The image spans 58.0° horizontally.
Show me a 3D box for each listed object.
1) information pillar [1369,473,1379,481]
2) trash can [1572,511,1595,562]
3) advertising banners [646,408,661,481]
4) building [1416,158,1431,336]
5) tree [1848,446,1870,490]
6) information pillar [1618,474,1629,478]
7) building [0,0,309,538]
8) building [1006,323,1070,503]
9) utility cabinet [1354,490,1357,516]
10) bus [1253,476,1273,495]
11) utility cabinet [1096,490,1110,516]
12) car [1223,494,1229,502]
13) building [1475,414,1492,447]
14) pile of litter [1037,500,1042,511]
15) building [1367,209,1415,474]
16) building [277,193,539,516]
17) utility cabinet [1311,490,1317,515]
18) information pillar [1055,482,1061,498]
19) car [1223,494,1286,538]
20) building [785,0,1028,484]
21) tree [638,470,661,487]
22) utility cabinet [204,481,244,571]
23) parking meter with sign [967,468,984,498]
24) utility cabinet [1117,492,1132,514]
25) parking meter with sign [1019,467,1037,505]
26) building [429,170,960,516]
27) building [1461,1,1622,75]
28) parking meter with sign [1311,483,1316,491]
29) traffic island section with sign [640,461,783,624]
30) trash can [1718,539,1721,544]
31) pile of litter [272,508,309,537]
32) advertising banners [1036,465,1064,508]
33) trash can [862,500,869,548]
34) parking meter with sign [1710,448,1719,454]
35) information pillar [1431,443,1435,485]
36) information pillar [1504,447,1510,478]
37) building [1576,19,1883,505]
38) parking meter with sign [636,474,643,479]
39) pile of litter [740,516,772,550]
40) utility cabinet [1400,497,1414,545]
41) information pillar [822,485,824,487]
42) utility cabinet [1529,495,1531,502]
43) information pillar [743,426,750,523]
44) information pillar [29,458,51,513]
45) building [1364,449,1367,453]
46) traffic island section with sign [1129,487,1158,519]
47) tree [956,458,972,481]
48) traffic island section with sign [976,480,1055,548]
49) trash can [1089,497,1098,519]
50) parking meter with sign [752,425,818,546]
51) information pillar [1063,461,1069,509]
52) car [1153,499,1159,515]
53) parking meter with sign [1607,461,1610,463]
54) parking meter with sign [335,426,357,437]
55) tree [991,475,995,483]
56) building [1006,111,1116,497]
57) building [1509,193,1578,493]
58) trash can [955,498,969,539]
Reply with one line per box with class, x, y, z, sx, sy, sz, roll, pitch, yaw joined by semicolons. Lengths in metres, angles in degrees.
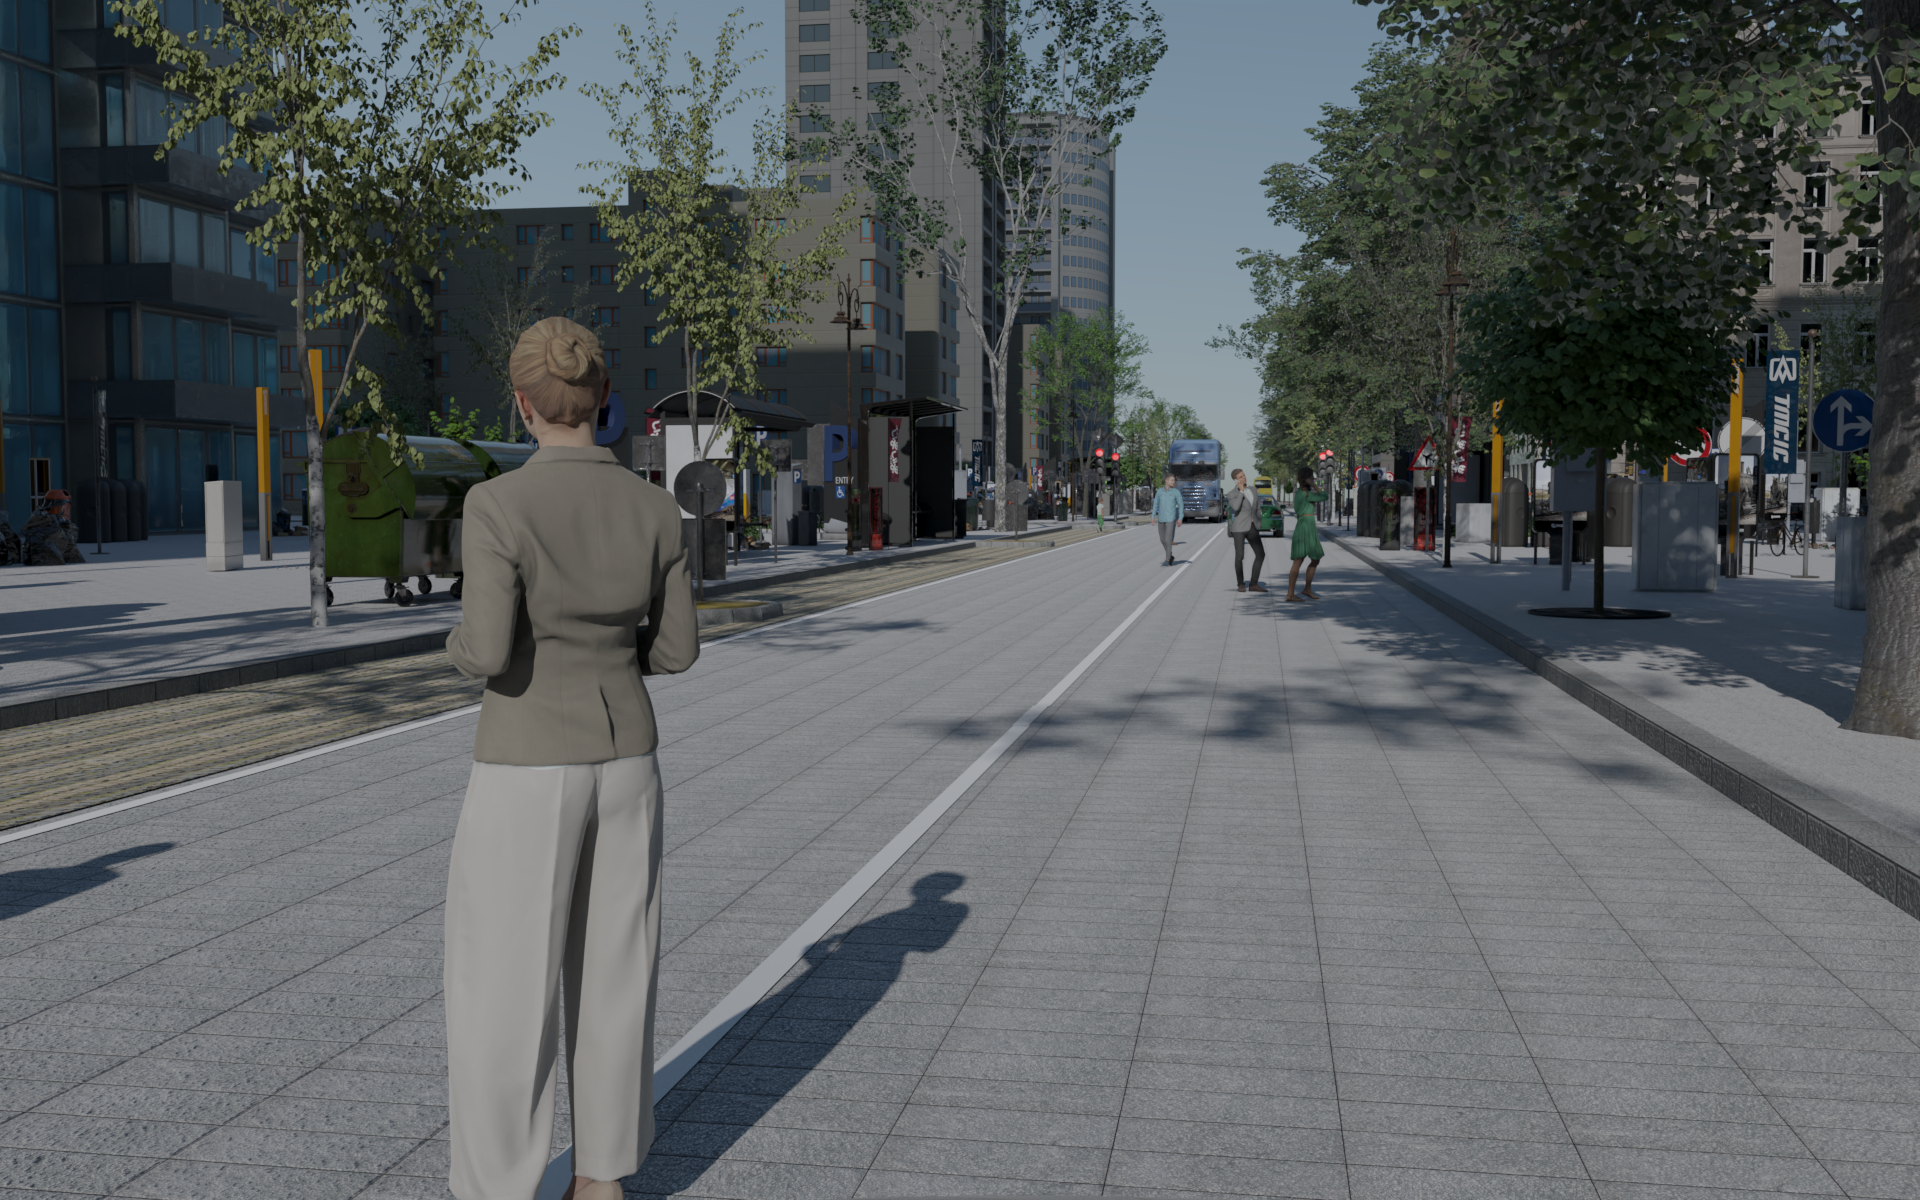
information pillar;14.216;-3.365;59.506;0.304;2.012;0.304;1;4;9
trash can;11.684;-1.286;32.686;0.748;1.137;0.748;0;3;0
advertising banners;-6.791;-2.364;34.840;2.074;3.025;0.090;-2;4;-31
building;62.311;-32.958;193.483;22.147;44.769;28.867;1;4;10
tree;23.048;-2.985;43.413;1.663;3.219;1.824;0;3;0
information pillar;24.779;-3.687;64.770;0.304;2.012;0.304;-2;4;-24
building;-38.460;-26.540;53.532;30.456;49.044;23.786;1;4;10
building;-3.104;-21.280;192.969;27.650;21.520;28.899;1;4;10
utility cabinet;22.967;-5.482;98.311;1.173;1.500;0.318;1;4;20
bus;42.159;-15.257;241.002;2.896;3.916;12.252;1;4;10
utility cabinet;8.217;-5.577;99.863;0.318;1.500;1.173;2;4;31
car;29.966;-11.309;194.683;2.009;1.686;4.222;1;4;11
building;50.036;-16.632;139.380;16.820;18.784;16.811;1;4;10
pile of litter;5.303;-6.412;118.796;1.719;0.858;1.176;-1;4;-12
building;77.248;-40.040;278.359;21.300;48.544;21.600;1;4;10
building;-47.998;-16.633;116.992;28.899;21.520;27.650;1;4;10
utility cabinet;21.844;-5.945;105.883;0.318;1.500;1.173;-3;4;-38
information pillar;5.815;-5.986;102.356;0.304;2.012;0.304;1;4;15
car;9.922;-2.842;58.260;2.131;1.459;4.920;1;4;8
building;-4.151;-44.539;166.461;20.563;71.187;20.611;1;4;10
tree;-16.965;-6.025;93.115;1.663;3.219;1.824;0;3;0
utility cabinet;-12.364;-1.248;29.081;0.318;1.500;1.173;-1;4;-9
parking meter with sign;1.280;-7.428;117.708;0.543;3.016;1.738;3;5;44
utility cabinet;10.294;-6.130;108.911;1.173;1.500;0.318;-2;4;-35
parking meter with sign;4.052;-7.034;111.268;1.738;3.016;0.543;2;4;34
building;-16.095;-16.684;117.820;27.650;21.520;28.899;1;4;10
building;51.777;-31.064;158.012;14.600;45.320;14.200;1;4;10
parking meter with sign;24.990;-7.704;122.220;1.738;3.016;0.543;-2;4;-23
traffic island section with sign;-3.127;-0.692;19.947;1.989;1.847;2.006;1;4;10
trash can;19.564;-1.985;44.110;0.748;1.137;0.748;0;3;0
pile of litter;-20.435;-2.383;52.927;1.176;0.858;1.719;2;4;33
advertising banners;5.478;-6.694;105.640;2.074;3.025;0.090;3;5;40
trash can;-2.197;-1.802;41.116;0.748;1.137;0.748;0;3;0
parking meter with sign;29.468;-4.276;66.174;1.738;3.016;0.543;-2;4;-25
information pillar;21.611;-5.409;79.797;0.504;3.616;0.183;0;4;3
information pillar;26.474;-5.667;84.011;0.504;3.616;0.183;-2;4;-35
building;46.400;-18.028;92.023;25.104;27.353;12.463;1;4;10
parking meter with sign;-12.406;-4.255;65.837;0.543;3.016;1.738;3;5;43
pile of litter;-4.975;-1.619;40.433;1.176;0.858;1.719;0;4;2
utility cabinet;11.394;-2.001;43.882;1.020;1.237;0.306;3;5;41
information pillar;-7.327;-6.268;93.839;0.183;3.616;0.504;-3;4;-38
utility cabinet;26.852;-4.282;81.169;1.020;1.237;0.306;0;4;1
information pillar;-7.091;-4.052;57.610;0.183;3.616;0.504;1;4;9
information pillar;-18.830;-1.896;35.491;0.304;2.012;0.304;3;5;42
building;76.121;-32.186;297.940;14.160;30.474;14.107;1;4;10
traffic island section with sign;10.943;-5.684;101.560;1.989;1.847;2.006;1;4;10
tree;0.336;-10.426;154.173;4.285;4.588;4.351;0;3;0
traffic island section with sign;1.537;-2.352;47.084;1.989;1.847;2.006;1;4;10
trash can;6.934;-4.791;89.994;0.748;1.137;0.748;0;3;0
parking meter with sign;-4.344;-2.877;43.300;1.738;3.016;0.543;2;4;33
information pillar;7.358;-8.045;122.895;0.183;3.616;0.504;-1;4;-16
car;14.283;-6.705;119.214;1.945;1.707;3.694;1;4;10
parking meter with sign;23.904;-4.244;65.654;1.738;3.016;0.543;-3;5;-39
parking meter with sign;-15.680;-2.885;43.430;0.543;3.016;1.738;0;4;2
tree;3.030;-9.507;150.039;1.663;3.219;1.824;0;3;0
building;12.202;-44.333;266.840;21.231;58.520;28.212;1;4;10
building;43.310;-16.087;117.771;10.420;20.320;16.860;1;4;10
trash can;-0.113;-2.327;49.692;0.748;1.137;0.748;0;3;0
